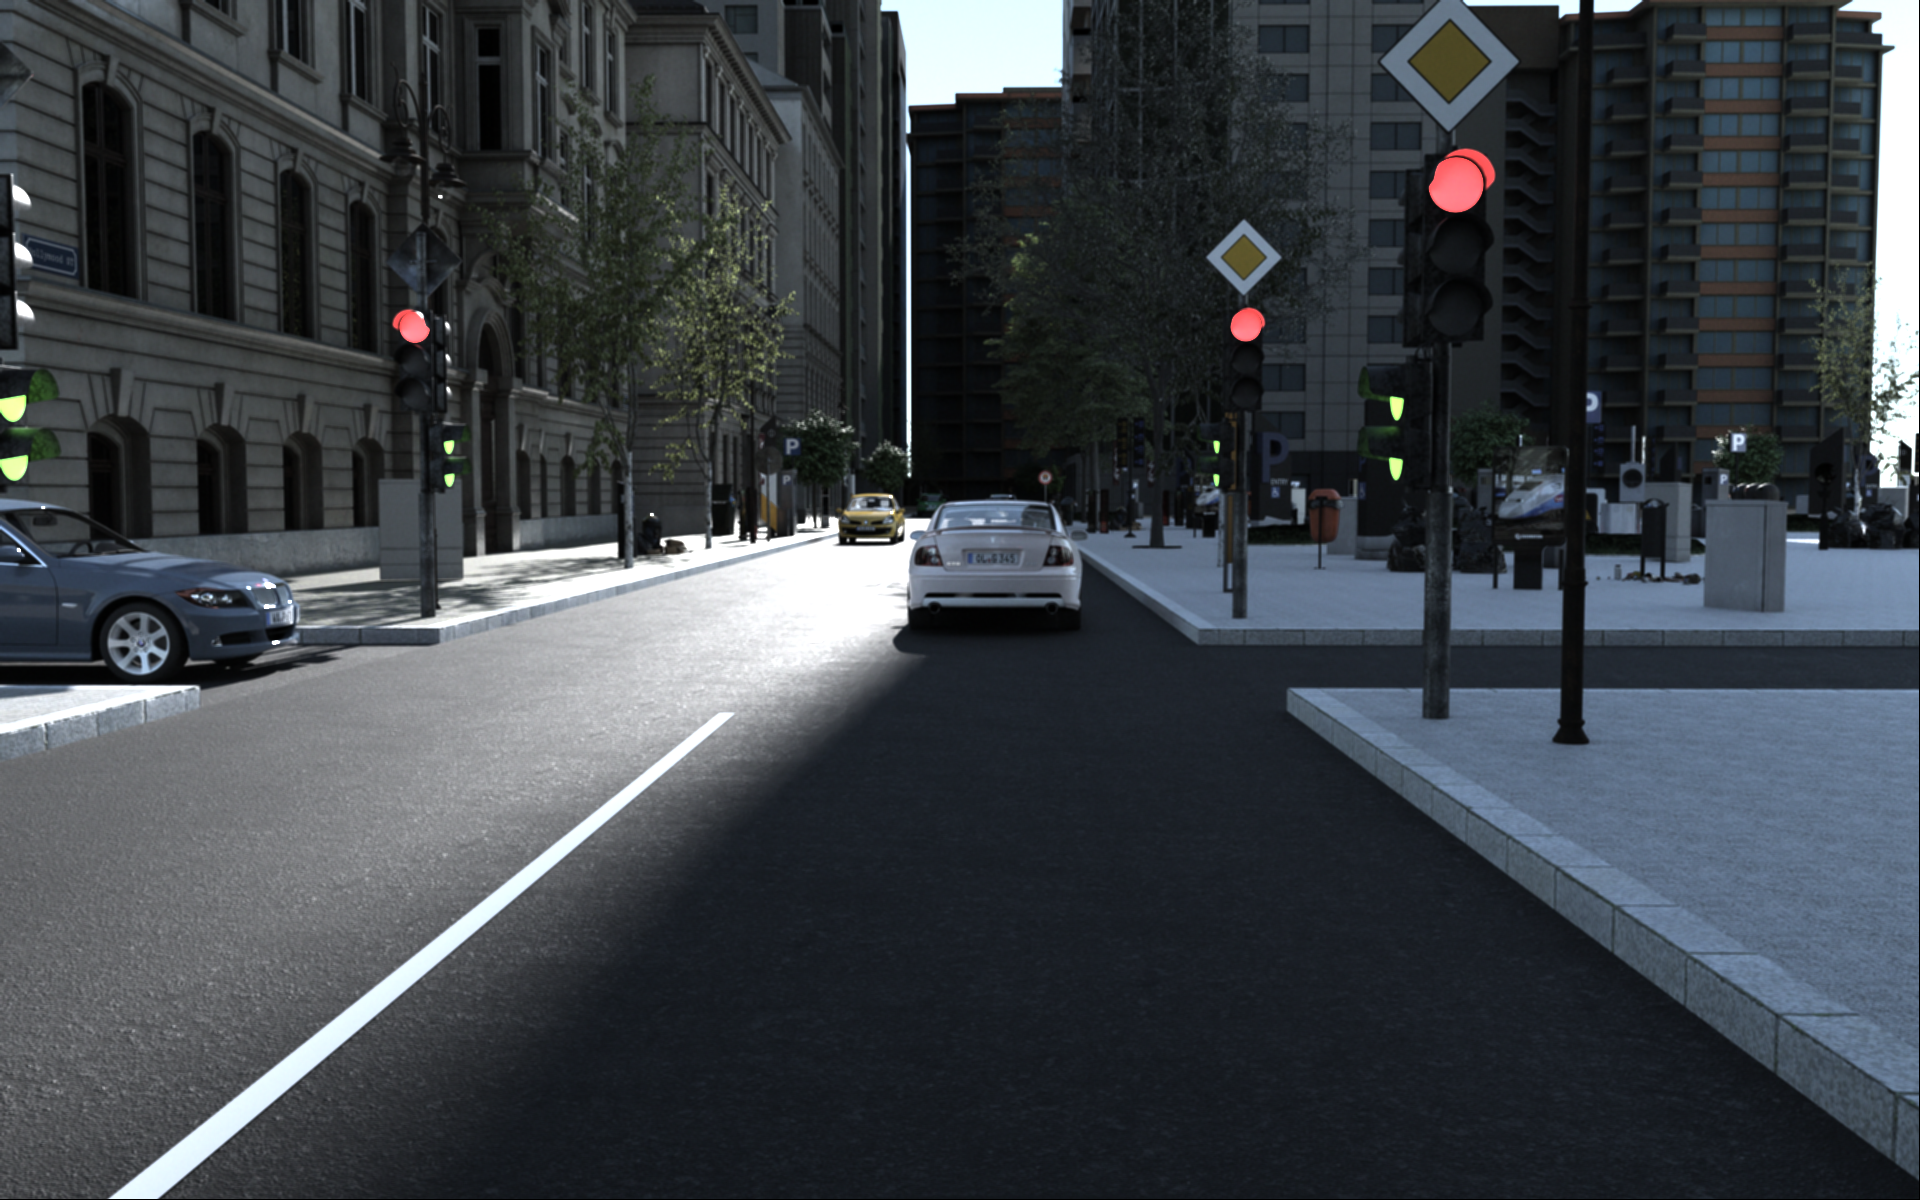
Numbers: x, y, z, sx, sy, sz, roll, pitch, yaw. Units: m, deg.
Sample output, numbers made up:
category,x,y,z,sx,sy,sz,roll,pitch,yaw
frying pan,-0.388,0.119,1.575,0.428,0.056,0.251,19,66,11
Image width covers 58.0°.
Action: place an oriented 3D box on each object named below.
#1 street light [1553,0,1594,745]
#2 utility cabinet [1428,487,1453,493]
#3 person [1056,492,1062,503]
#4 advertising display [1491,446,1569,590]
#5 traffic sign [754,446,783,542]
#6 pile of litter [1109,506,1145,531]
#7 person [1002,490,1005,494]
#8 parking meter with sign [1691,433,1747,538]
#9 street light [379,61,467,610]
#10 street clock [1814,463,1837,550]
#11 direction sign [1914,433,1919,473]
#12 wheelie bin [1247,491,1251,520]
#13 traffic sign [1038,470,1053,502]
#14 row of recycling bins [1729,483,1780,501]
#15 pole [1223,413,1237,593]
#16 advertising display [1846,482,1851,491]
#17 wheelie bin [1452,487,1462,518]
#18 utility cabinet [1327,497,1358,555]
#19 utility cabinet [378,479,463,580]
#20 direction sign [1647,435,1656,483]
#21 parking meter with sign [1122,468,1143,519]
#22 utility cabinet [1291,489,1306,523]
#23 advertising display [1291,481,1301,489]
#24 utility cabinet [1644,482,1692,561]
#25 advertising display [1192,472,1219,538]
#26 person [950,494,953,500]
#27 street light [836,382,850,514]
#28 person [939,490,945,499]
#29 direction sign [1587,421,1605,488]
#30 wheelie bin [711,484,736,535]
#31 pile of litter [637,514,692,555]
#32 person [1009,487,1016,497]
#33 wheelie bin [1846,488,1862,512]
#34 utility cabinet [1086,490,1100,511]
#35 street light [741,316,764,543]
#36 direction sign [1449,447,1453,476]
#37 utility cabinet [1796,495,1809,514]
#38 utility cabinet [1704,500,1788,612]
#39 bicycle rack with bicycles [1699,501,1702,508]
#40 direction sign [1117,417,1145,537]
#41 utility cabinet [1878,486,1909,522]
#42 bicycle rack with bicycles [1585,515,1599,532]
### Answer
category,x,y,z,sx,sy,sz,roll,pitch,yaw
street light,3.158,-2.201,8.775,0.468,5.910,1.993,0,4,1
utility cabinet,13.571,-2.521,49.894,1.173,1.500,0.318,3,4,38
person,9.779,-10.041,172.670,1.348,1.824,0.705,-3,5,-43
advertising display,7.661,-1.106,23.301,0.974,1.923,0.123,2,4,27
traffic sign,-5.118,-2.821,46.236,0.768,2.556,0.104,0,4,4
pile of litter,5.953,-2.895,61.292,1.719,0.858,1.176,-3,4,-36
person,4.083,-9.318,160.864,0.705,1.822,1.348,-1,4,-16
parking meter with sign,21.931,-3.302,50.250,0.543,3.016,1.738,-1,4,-17
street light,-5.878,-2.835,19.133,0.468,5.910,1.993,0,4,1
street clock,19.930,-2.162,39.921,0.471,2.002,0.358,2,4,25
direction sign,35.572,-4.385,63.697,0.876,3.537,0.379,3,4,38
wheelie bin,14.534,-4.714,84.983,0.693,1.594,0.980,-2,4,-28
traffic sign,4.600,-5.699,93.288,0.768,2.556,0.104,0,4,7
row of recycling bins,31.181,-3.754,68.489,1.069,1.692,3.534,0,4,-6
pole,3.526,-1.753,22.508,0.158,3.312,0.155,0,3,0
advertising display,45.776,-5.192,90.110,0.974,1.923,0.123,1,4,14
wheelie bin,23.403,-4.546,82.241,0.693,1.594,0.980,-1,4,-15
utility cabinet,8.303,-1.558,36.632,1.020,1.237,0.306,2,4,25
utility cabinet,-8.004,-1.041,25.707,1.173,1.500,0.318,-1,4,-20
direction sign,26.718,-4.587,66.998,0.379,3.537,0.876,0,4,5
parking meter with sign,8.848,-5.691,89.308,0.543,3.016,1.738,-2,4,-29
utility cabinet,13.756,-3.820,71.131,0.318,1.500,1.173,3,5,40
advertising display,15.995,-4.801,83.707,0.974,1.923,0.123,-1,4,-17
utility cabinet,13.479,-1.487,32.984,0.318,1.500,1.173,0,4,-8
advertising display,7.342,-2.804,51.062,0.974,1.923,0.123,-1,4,-8
person,-0.856,-9.029,159.382,0.557,1.426,1.065,2,4,26
street light,-4.857,-6.053,71.755,0.468,5.910,1.993,0,4,1
person,-1.545,-7.534,132.418,1.217,1.736,0.721,3,5,43
direction sign,19.611,-3.793,54.020,0.876,3.537,0.379,1,4,20
wheelie bin,-7.433,-2.831,54.187,0.980,1.594,0.693,1,4,15
pile of litter,-6.385,-1.421,37.198,1.176,0.858,1.719,3,5,40
person,2.791,-5.280,94.833,0.705,1.822,1.348,2,4,34
wheelie bin,43.417,-4.668,84.227,0.693,1.594,0.980,3,5,41
utility cabinet,6.646,-4.710,85.689,1.173,1.500,0.318,0,4,-4
street light,-5.392,-4.416,44.983,0.468,5.910,1.993,0,4,1
direction sign,20.773,-4.999,73.730,0.379,3.537,0.876,3,5,43
utility cabinet,40.452,-4.375,82.700,0.306,1.237,1.020,-2,4,-29
utility cabinet,8.730,-0.495,19.263,0.306,1.237,1.020,-1,4,-13
bicycle rack with bicycles,38.705,-4.546,87.710,2.852,0.926,2.925,2,4,33
direction sign,5.046,-3.625,51.261,0.876,3.537,0.379,2,4,29
utility cabinet,27.360,-2.570,50.691,0.318,1.500,1.173,-1,4,-9
bicycle rack with bicycles,14.976,-1.902,44.482,2.925,0.926,2.852,0,4,-5
